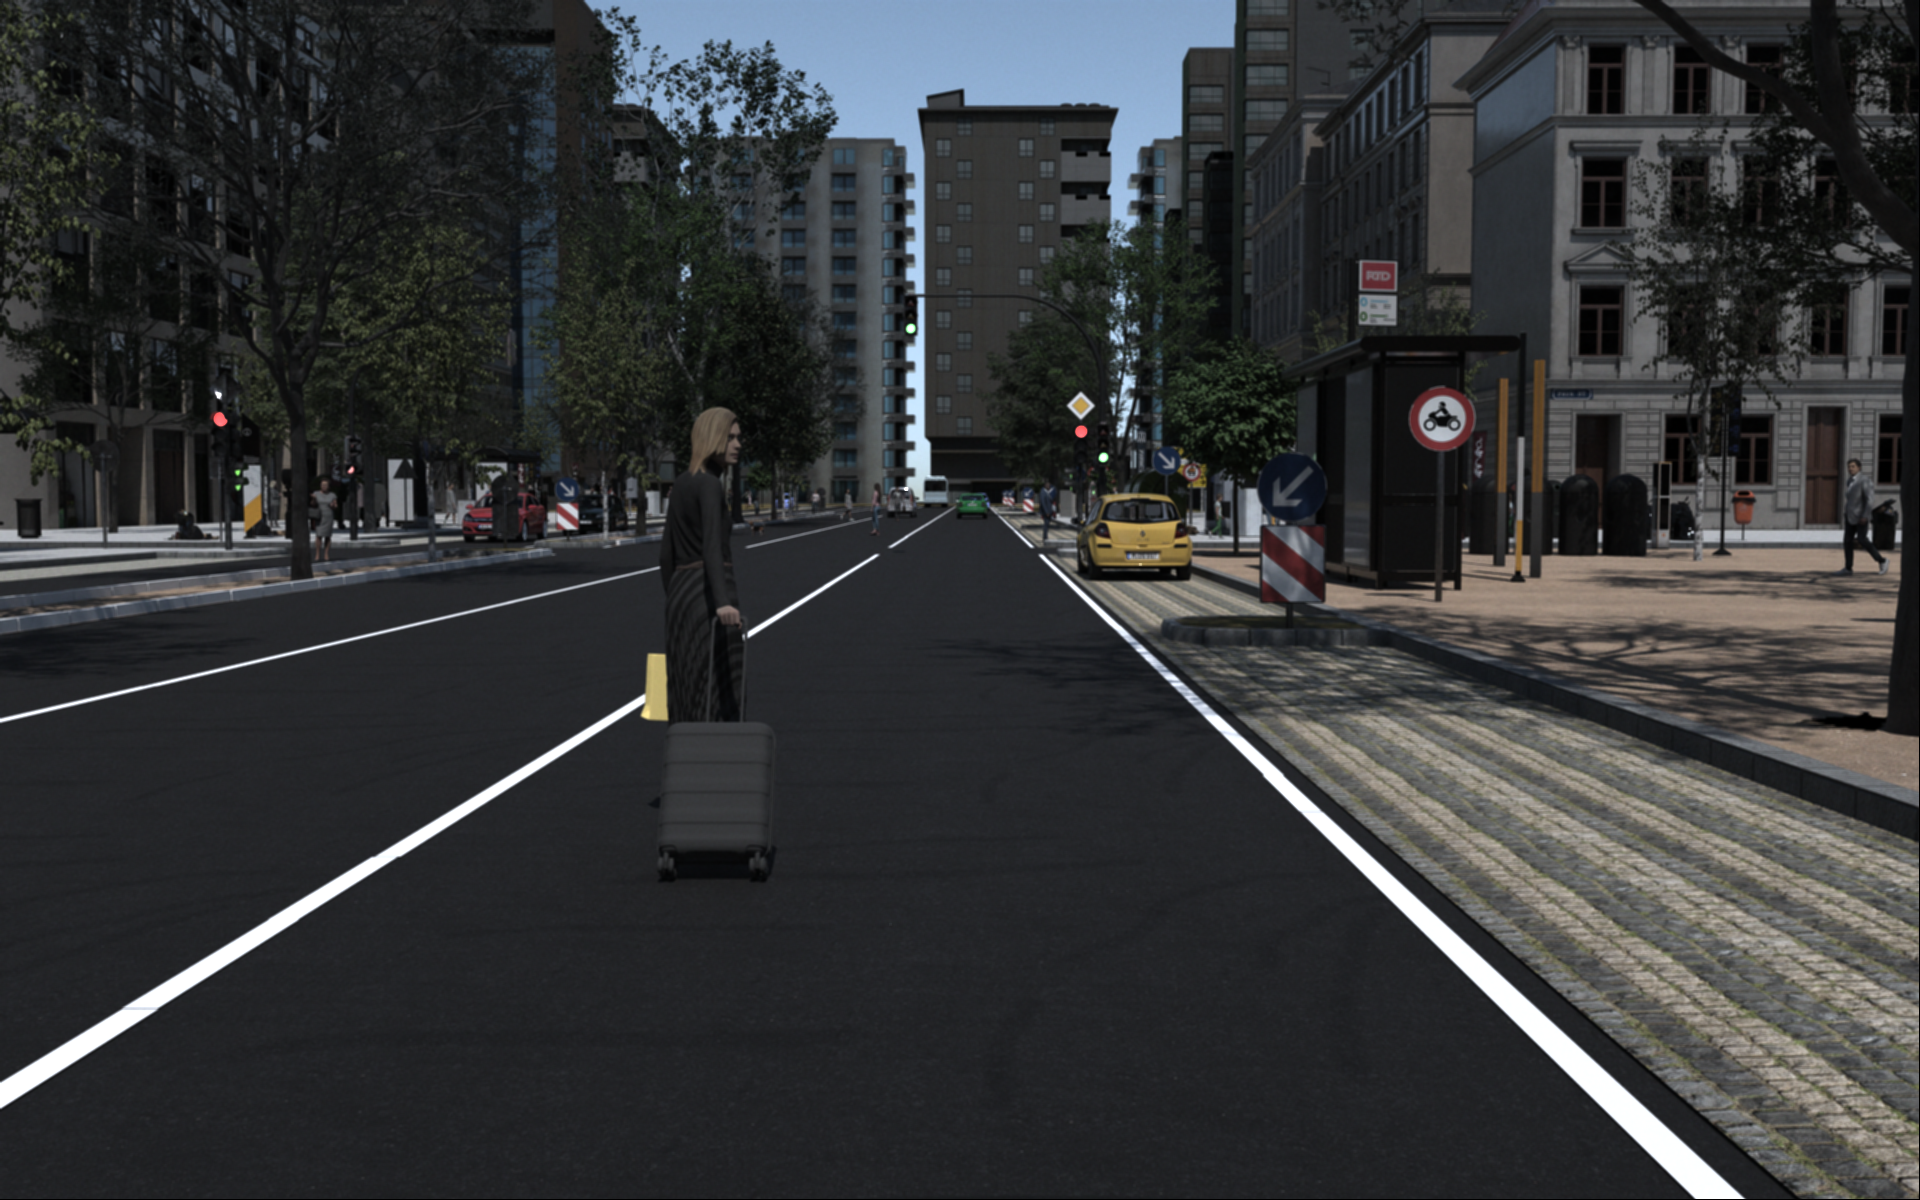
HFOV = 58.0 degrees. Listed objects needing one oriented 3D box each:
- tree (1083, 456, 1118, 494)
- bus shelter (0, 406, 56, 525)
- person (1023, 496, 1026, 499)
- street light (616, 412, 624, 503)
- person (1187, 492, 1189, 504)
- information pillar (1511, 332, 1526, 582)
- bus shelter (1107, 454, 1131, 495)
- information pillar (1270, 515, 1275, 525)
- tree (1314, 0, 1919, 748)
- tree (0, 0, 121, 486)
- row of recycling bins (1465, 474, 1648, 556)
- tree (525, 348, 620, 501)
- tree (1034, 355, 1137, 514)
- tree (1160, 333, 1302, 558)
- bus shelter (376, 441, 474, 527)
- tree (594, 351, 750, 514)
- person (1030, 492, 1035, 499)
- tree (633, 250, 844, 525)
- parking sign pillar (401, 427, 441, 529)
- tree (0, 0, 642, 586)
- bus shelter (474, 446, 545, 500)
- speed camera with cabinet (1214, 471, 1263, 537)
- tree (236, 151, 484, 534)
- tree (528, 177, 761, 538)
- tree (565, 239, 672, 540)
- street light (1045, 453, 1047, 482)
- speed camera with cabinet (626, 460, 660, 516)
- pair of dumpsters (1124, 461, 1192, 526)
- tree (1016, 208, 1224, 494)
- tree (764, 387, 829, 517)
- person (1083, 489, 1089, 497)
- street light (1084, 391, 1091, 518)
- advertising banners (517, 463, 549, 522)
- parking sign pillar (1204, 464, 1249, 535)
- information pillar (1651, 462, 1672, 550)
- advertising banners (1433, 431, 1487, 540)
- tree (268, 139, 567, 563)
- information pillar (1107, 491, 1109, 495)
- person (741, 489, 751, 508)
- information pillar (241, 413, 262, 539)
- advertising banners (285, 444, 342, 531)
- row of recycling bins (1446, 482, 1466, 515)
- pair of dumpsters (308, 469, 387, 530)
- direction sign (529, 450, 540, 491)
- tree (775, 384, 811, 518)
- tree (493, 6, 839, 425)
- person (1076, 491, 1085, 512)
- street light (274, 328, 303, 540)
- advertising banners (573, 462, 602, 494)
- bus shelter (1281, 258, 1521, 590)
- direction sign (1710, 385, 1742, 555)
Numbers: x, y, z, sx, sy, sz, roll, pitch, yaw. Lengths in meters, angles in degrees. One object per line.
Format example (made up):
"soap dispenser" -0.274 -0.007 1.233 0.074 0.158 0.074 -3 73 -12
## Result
"tree" 6.096 -4.950 75.533 1.663 3.219 1.824 0 3 0
"bus shelter" -21.940 -2.658 37.382 2.014 3.302 5.546 0 4 1
"person" 6.507 -10.103 171.950 0.721 1.735 1.217 -1 4 -16
"street light" -18.265 -7.371 93.299 0.468 5.910 1.993 0 4 1
"person" 17.209 -7.683 132.455 1.217 1.735 0.721 2 4 30
"information pillar" 8.187 -2.078 25.324 0.183 3.616 0.504 1 4 14
"bus shelter" 9.003 -6.767 101.922 1.731 3.624 6.357 0 4 0
"information pillar" 9.875 -3.872 54.657 0.183 3.616 0.504 0 4 1
"tree" 5.021 -6.023 8.852 12.009 13.543 11.850 0 3 0
"tree" -10.857 -4.005 18.301 4.737 8.622 4.395 0 3 0
"row of recycling bins" 12.544 -1.789 36.359 3.534 1.692 1.069 1 4 14
"tree" -19.096 -8.308 86.202 4.360 8.622 3.978 0 3 0
"tree" 6.944 -8.550 90.157 4.360 8.622 3.978 0 3 0
"tree" 5.763 -3.172 35.581 4.285 4.588 4.351 0 3 0
"bus shelter" -21.386 -4.609 69.285 2.014 3.302 5.546 0 4 1
"tree" -19.530 -10.850 111.806 7.601 10.594 8.767 3 5 41
"person" 7.145 -9.810 169.621 0.799 1.438 0.628 3 4 38
"tree" -10.334 -9.810 79.852 9.611 12.733 9.660 0 3 0
"parking sign pillar" -20.038 -4.637 64.283 1.447 3.967 1.447 -1 4 -23
"tree" -10.286 -6.959 26.604 12.009 13.543 11.850 0 3 0
"bus shelter" -19.933 -5.030 76.165 2.014 3.302 5.546 0 4 1
"speed camera with cabinet" 8.409 -3.552 52.407 0.660 3.252 2.038 -1 4 -20
"tree" -19.089 -8.406 55.565 7.486 12.596 7.792 0 3 0
"tree" -10.304 -7.817 56.028 9.928 11.665 9.643 0 3 0
"tree" -10.014 -5.864 48.698 4.737 8.622 4.395 0 3 0
"street light" 6.050 -9.138 122.195 0.468 5.910 1.993 0 4 1
"speed camera with cabinet" -18.628 -6.576 101.853 2.038 3.252 0.660 2 4 27
"pair of dumpsters" 5.633 -2.870 49.415 1.574 2.255 4.437 0 4 1
"tree" 5.944 -8.465 64.159 9.928 11.665 9.643 0 3 0
"tree" -10.410 -9.634 110.333 4.360 8.622 3.978 0 3 0
"person" 11.078 -8.763 149.836 0.721 1.766 1.217 -3 5 -43
"street light" 5.737 -6.441 78.091 0.468 5.910 1.993 0 4 1
"advertising banners" -19.689 -5.113 79.782 2.074 3.025 0.090 2 4 34
"parking sign pillar" 8.414 -4.033 54.414 1.447 3.967 1.447 0 4 -2
"information pillar" 16.244 -2.179 40.121 0.304 2.012 0.304 0 4 -6
"advertising banners" 14.043 -3.218 48.800 0.090 3.025 2.074 -2 4 -29
"tree" -10.841 -5.040 35.216 4.737 8.622 4.395 0 3 0
"information pillar" 7.926 -5.510 94.582 0.304 2.012 0.304 -1 4 -15
"person" -19.046 -9.032 154.501 0.721 1.735 1.217 3 4 37
"information pillar" -20.349 -3.571 49.737 0.504 3.616 0.183 -1 4 -19
"advertising banners" -22.533 -3.936 60.540 2.074 3.025 0.090 -3 4 -38
"row of recycling bins" 15.939 -2.678 50.890 3.534 1.692 1.069 1 4 18
"pair of dumpsters" -22.721 -3.774 64.196 1.574 2.255 4.437 0 4 0
"direction sign" -21.965 -5.959 89.427 0.876 3.537 0.379 3 4 36
"tree" -10.313 -9.078 101.241 4.737 8.622 4.395 0 3 0
"tree" -11.442 -12.841 68.291 12.611 20.169 13.585 0 3 0
"person" 8.580 -7.341 126.079 0.705 1.823 1.348 3 5 44
"street light" -18.651 -4.620 48.327 0.468 5.910 1.993 0 4 1
"advertising banners" -20.195 -5.957 93.585 2.074 3.025 0.090 2 4 27
"bus shelter" 6.401 -3.031 27.195 2.179 5.291 8.768 0 4 1
"direction sign" 16.032 -2.712 36.338 0.379 3.537 0.876 -1 4 -17
